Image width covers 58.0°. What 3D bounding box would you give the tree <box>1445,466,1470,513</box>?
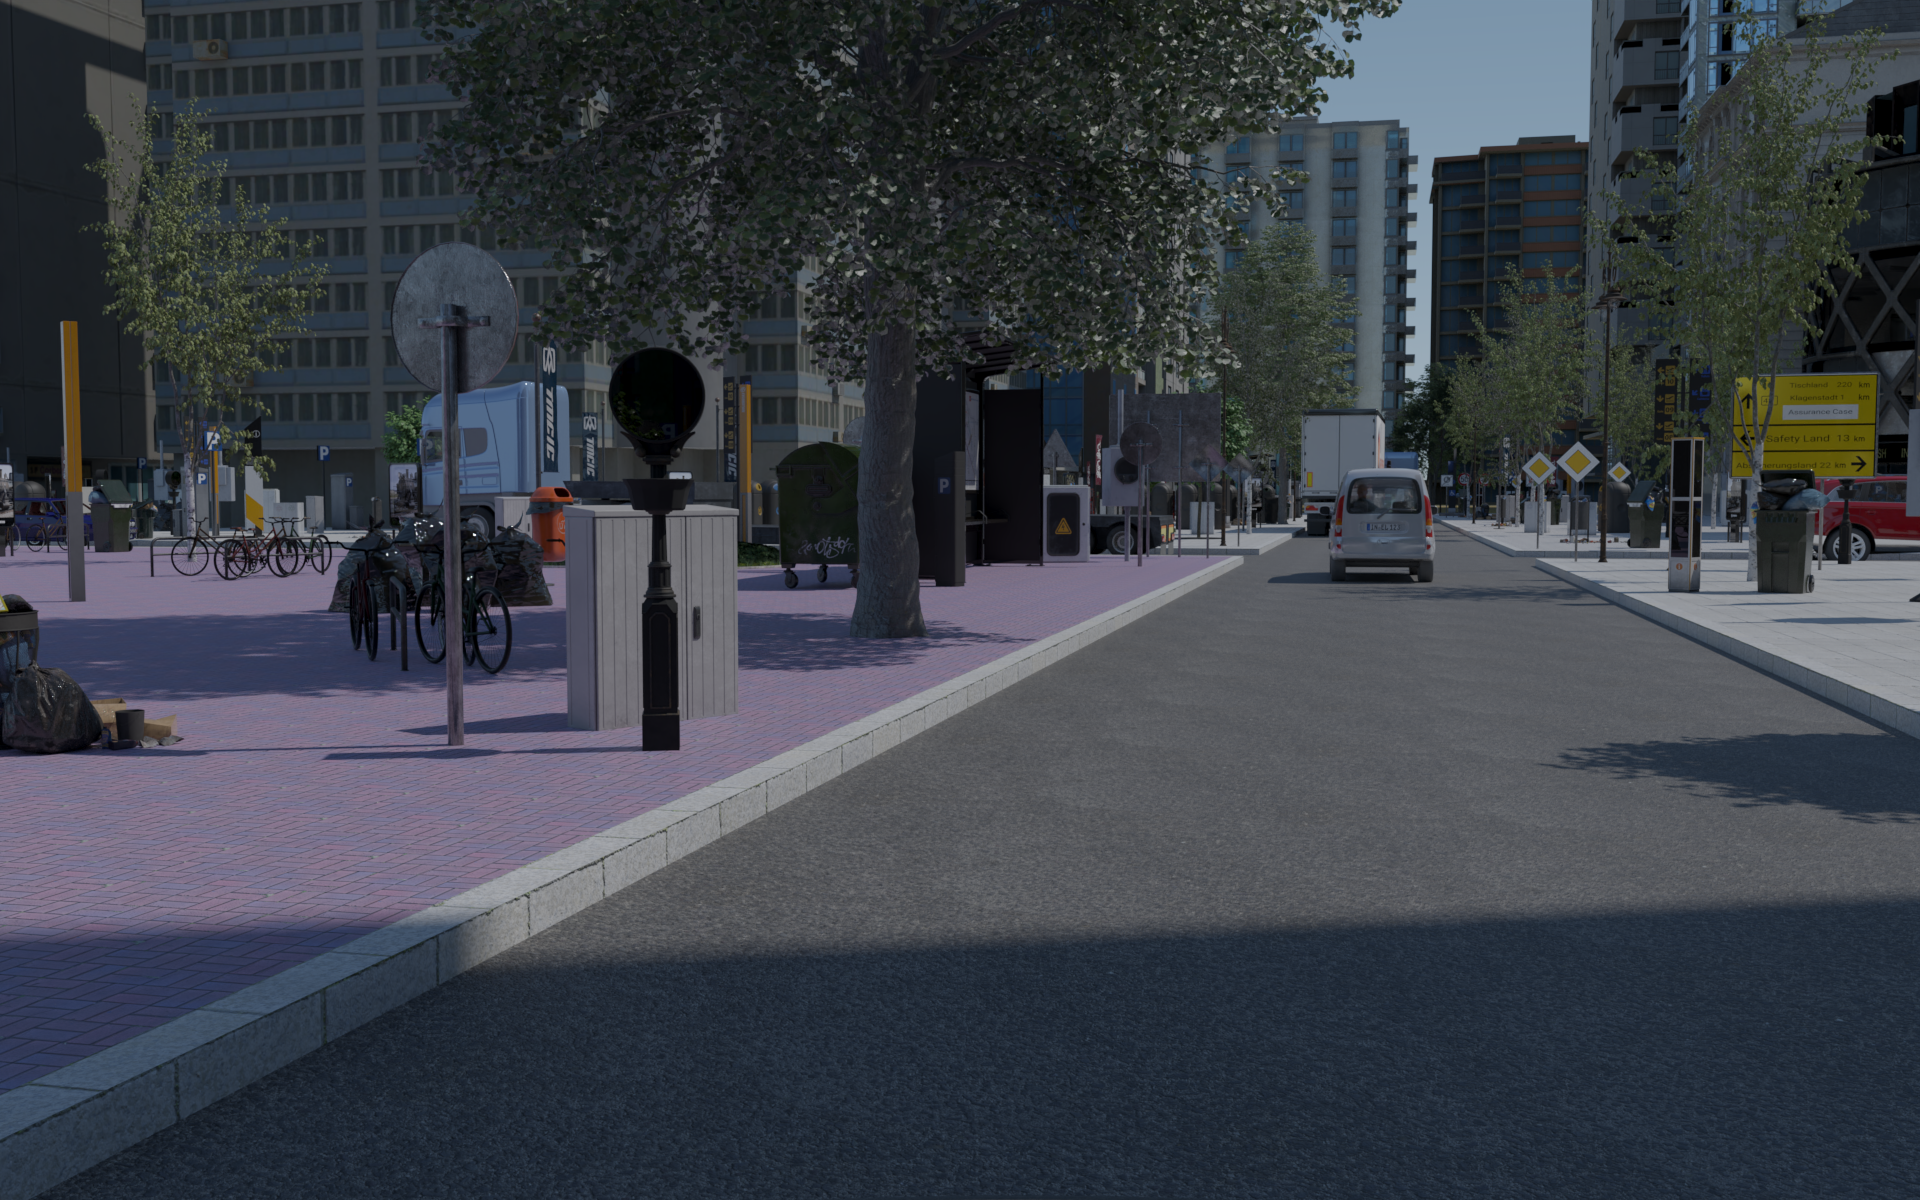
[{"bbox_3d":[33.702,-7.514,117.449,1.663,3.219,1.824,0,3,0],"label":"tree"}]

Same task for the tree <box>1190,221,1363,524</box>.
[{"bbox_3d":[13.235,-9.467,72.917,7.486,12.596,7.792,0,3,0],"label":"tree"}]

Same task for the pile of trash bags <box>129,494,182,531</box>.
[{"bbox_3d":[-28.642,-3.142,61.125,3.447,1.369,1.912,2,4,27],"label":"pile of trash bags"}]

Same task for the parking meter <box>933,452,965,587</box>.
[{"bbox_3d":[-0.149,-1.122,24.057,0.399,1.863,0.255,3,5,40],"label":"parking meter"}]

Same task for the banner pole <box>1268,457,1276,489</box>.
[{"bbox_3d":[19.816,-7.361,110.376,0.401,3.779,0.863,-3,5,-40],"label":"banner pole"}]

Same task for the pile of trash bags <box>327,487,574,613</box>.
[{"bbox_3d":[-5.565,-0.633,20.100,1.912,1.369,3.447,1,4,21],"label":"pile of trash bags"}]

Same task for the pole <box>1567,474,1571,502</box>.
[{"bbox_3d":[30.249,-5.637,86.009,0.158,3.312,0.155,0,3,0],"label":"pole"}]

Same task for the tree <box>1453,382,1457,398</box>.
[{"bbox_3d":[21.499,-7.135,67.016,4.360,8.622,3.978,0,3,0],"label":"tree"}]

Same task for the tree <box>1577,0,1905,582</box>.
[{"bbox_3d":[11.599,-4.591,25.432,4.737,8.622,4.395,0,3,0],"label":"tree"}]

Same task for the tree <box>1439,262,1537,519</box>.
[{"bbox_3d":[17.842,-6.313,53.580,4.737,8.622,4.395,0,3,0],"label":"tree"}]

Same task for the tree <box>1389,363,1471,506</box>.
[{"bbox_3d":[41.021,-14.142,149.354,7.486,12.596,7.792,0,3,0],"label":"tree"}]

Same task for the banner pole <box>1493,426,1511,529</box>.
[{"bbox_3d":[19.944,-4.497,63.549,0.863,3.779,0.401,-3,5,-41],"label":"banner pole"}]

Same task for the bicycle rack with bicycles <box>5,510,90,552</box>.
[{"bbox_3d":[-21.042,-1.551,38.737,2.852,0.926,2.925,0,4,1],"label":"bicycle rack with bicycles"}]

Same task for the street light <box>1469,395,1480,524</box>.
[{"bbox_3d":[22.193,-6.230,74.648,0.468,5.910,1.993,1,4,13],"label":"street light"}]

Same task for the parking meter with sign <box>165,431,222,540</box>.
[{"bbox_3d":[-21.430,-3.197,48.525,1.738,3.016,0.543,2,4,32],"label":"parking meter with sign"}]

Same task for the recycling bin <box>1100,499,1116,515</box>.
[{"bbox_3d":[7.275,-4.422,84.857,0.722,1.027,0.722,1,4,15],"label":"recycling bin"}]

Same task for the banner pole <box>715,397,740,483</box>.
[{"bbox_3d":[-6.056,-3.359,44.944,0.863,3.779,0.401,0,4,7],"label":"banner pole"}]

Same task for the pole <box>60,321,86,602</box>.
[{"bbox_3d":[-10.533,-1.635,20.568,0.158,3.312,0.155,0,3,0],"label":"pole"}]

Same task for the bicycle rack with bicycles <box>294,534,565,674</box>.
[{"bbox_3d":[-3.582,-0.006,13.475,2.852,0.926,2.925,-1,4,-19],"label":"bicycle rack with bicycles"}]

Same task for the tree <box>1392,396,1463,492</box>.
[{"bbox_3d":[45.762,-14.873,168.936,9.928,11.665,9.643,0,3,0],"label":"tree"}]

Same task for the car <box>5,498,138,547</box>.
[{"bbox_3d":[-24.041,-2.053,46.148,3.894,1.354,1.945,1,4,14],"label":"car"}]

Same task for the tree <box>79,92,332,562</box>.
[{"bbox_3d":[-14.280,-5.013,32.317,4.737,8.622,4.395,0,3,0],"label":"tree"}]

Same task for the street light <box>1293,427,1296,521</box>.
[{"bbox_3d":[15.683,-6.623,81.080,0.468,5.910,1.993,1,4,13],"label":"street light"}]

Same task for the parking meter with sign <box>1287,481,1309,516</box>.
[{"bbox_3d":[19.068,-6.279,98.928,1.738,3.016,0.543,2,4,24],"label":"parking meter with sign"}]

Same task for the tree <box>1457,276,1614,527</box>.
[{"bbox_3d":[19.826,-6.683,59.627,4.360,8.622,3.978,0,3,0],"label":"tree"}]

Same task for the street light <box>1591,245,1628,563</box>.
[{"bbox_3d":[12.057,-3.640,32.307,0.468,5.910,1.993,1,4,13],"label":"street light"}]

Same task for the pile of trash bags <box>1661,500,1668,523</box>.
[{"bbox_3d":[31.290,-4.165,77.857,3.447,1.369,1.912,2,4,30],"label":"pile of trash bags"}]

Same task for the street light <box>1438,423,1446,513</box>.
[{"bbox_3d":[31.344,-8.566,112.843,0.468,5.910,1.993,1,4,13],"label":"street light"}]

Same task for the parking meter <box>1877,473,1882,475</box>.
[{"bbox_3d":[25.005,-2.529,47.054,0.255,1.863,0.399,-3,5,-45],"label":"parking meter"}]

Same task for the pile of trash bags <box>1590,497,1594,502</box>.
[{"bbox_3d":[37.967,-6.016,108.109,3.447,1.369,1.912,2,4,32],"label":"pile of trash bags"}]

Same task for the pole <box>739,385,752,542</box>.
[{"bbox_3d":[-4.009,-2.357,32.379,0.158,3.312,0.155,0,3,0],"label":"pole"}]

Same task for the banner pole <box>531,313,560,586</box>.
[{"bbox_3d":[-5.815,-2.097,24.302,0.401,3.779,0.863,1,4,13],"label":"banner pole"}]

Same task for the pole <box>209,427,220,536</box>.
[{"bbox_3d":[-22.557,-3.582,52.404,0.158,3.312,0.155,0,3,0],"label":"pole"}]

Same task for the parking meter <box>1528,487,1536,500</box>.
[{"bbox_3d":[33.231,-5.804,100.614,0.399,1.863,0.255,0,4,6],"label":"parking meter"}]

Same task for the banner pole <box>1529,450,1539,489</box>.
[{"bbox_3d":[32.474,-6.591,97.782,0.863,3.779,0.401,-1,4,-21],"label":"banner pole"}]

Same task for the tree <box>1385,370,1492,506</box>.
[{"bbox_3d":[35.655,-11.937,129.583,8.767,10.594,7.601,-2,4,-23],"label":"tree"}]

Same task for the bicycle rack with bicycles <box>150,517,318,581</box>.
[{"bbox_3d":[-11.096,-0.842,27.152,2.852,0.926,2.925,2,4,31],"label":"bicycle rack with bicycles"}]

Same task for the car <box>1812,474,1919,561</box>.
[{"bbox_3d":[18.970,-1.570,34.344,5.304,1.827,2.281,1,4,11],"label":"car"}]

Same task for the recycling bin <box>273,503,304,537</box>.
[{"bbox_3d":[-19.726,-2.345,50.899,0.722,1.027,0.722,-1,4,-9],"label":"recycling bin"}]

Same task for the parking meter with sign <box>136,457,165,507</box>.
[{"bbox_3d":[-38.176,-5.259,82.247,1.738,3.016,0.543,1,4,19],"label":"parking meter with sign"}]

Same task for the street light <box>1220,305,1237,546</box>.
[{"bbox_3d":[6.503,-4.271,42.612,0.468,5.910,1.993,1,4,13],"label":"street light"}]

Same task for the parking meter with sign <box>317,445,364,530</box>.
[{"bbox_3d":[-22.121,-4.019,61.966,1.738,3.016,0.543,2,4,24],"label":"parking meter with sign"}]

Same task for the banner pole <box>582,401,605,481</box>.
[{"bbox_3d":[-9.808,-3.465,46.671,0.863,3.779,0.401,-3,5,-40],"label":"banner pole"}]

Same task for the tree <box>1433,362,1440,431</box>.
[{"bbox_3d":[26.189,-8.467,88.801,4.737,8.622,4.395,0,3,0],"label":"tree"}]

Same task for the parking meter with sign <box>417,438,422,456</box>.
[{"bbox_3d":[-16.561,-3.496,53.427,0.543,3.016,1.738,-1,4,-10],"label":"parking meter with sign"}]
